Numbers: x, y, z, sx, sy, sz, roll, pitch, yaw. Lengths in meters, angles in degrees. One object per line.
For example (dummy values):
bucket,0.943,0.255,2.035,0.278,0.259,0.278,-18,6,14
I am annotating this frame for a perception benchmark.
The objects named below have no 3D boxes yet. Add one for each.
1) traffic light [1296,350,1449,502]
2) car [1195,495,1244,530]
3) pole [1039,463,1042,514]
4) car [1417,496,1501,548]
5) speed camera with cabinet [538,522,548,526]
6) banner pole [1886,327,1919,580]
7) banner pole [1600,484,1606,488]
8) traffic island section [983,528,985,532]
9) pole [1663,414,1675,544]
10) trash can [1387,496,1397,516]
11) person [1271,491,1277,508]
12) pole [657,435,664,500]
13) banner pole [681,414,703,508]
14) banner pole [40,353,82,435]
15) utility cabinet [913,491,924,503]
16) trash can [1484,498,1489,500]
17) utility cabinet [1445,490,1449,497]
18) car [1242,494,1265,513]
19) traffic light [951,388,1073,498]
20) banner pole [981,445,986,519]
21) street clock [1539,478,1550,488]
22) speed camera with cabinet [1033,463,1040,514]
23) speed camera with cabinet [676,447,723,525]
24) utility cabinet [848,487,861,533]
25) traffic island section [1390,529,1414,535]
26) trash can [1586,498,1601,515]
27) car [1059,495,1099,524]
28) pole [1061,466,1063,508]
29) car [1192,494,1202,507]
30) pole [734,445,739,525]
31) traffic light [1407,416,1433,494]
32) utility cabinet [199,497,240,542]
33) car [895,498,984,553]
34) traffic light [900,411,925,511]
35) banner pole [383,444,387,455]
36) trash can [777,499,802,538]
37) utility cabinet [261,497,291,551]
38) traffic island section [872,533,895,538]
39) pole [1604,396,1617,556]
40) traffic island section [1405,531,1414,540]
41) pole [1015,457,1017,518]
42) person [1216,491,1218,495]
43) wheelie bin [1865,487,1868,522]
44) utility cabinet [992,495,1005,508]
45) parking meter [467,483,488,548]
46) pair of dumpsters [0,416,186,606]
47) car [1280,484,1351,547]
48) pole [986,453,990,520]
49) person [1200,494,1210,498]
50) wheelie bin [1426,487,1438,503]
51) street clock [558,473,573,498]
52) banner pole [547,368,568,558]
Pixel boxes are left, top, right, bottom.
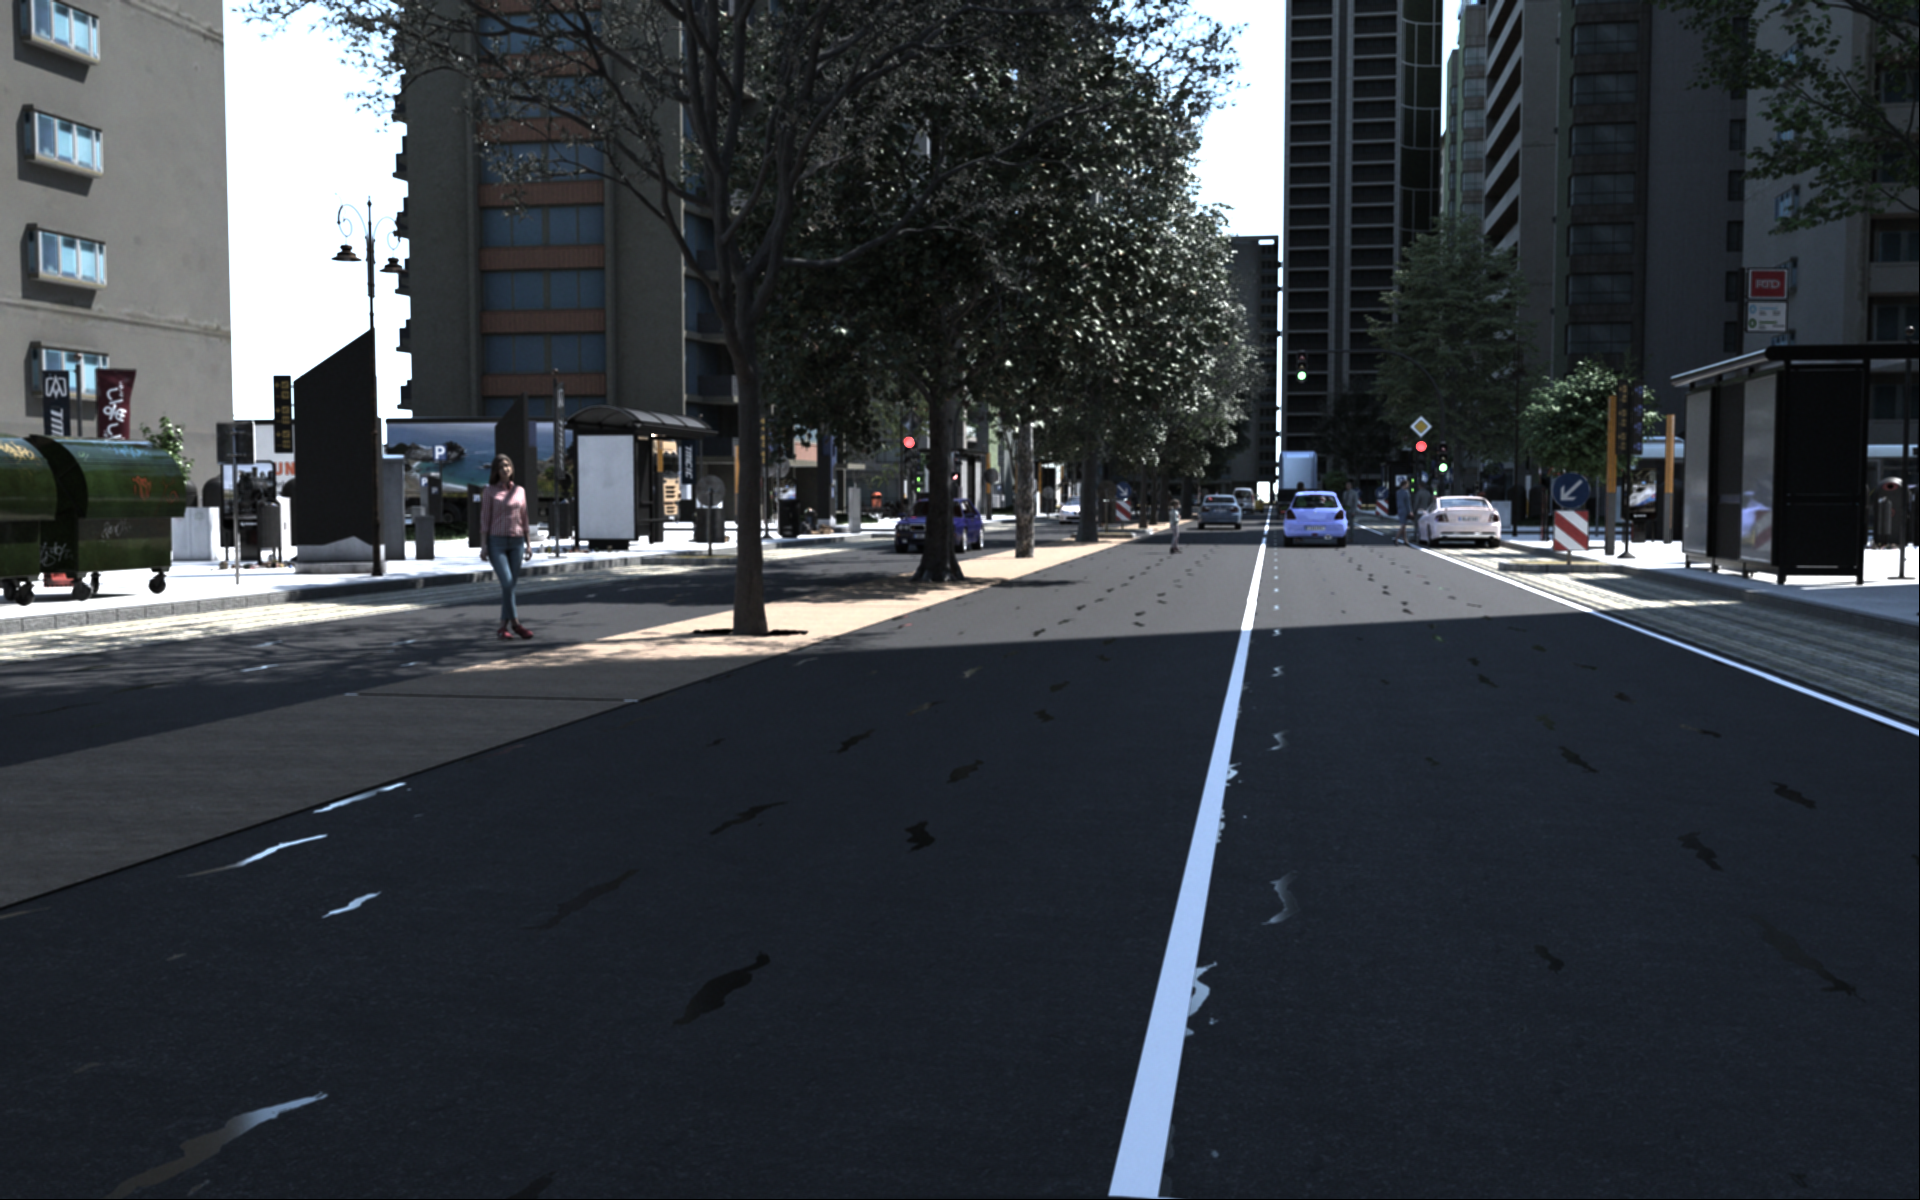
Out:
traffic light,12.972,-4.878,54.425,4.771,5.953,1.251,1,4,10
car,10.664,-3.615,71.111,2.014,1.417,4.499,1,4,9
pole,5.186,-7.235,112.135,0.158,3.312,0.155,0,3,0
car,13.630,-2.144,47.410,2.083,1.381,4.827,1,4,9
speed camera with cabinet,-15.692,-4.547,68.675,2.038,3.252,0.660,1,4,13
banner pole,14.427,-2.198,25.961,0.863,3.779,0.401,1,4,11
banner pole,30.072,-5.523,80.324,0.401,3.779,0.863,-3,4,-38
traffic island section,-0.214,-2.624,65.179,2.009,0.180,2.903,1,4,10
pole,18.184,-3.093,44.409,0.158,3.312,0.155,0,3,0
trash can,25.455,-5.528,102.039,0.748,1.137,0.748,0,3,0
person,31.400,-10.014,172.678,0.683,1.767,0.568,-2,4,-28
pole,-10.179,-3.974,58.817,0.158,3.312,0.155,0,3,0
banner pole,-8.363,-3.940,54.435,0.863,3.779,0.401,-1,4,-18
banner pole,-15.908,-2.499,30.874,0.863,3.779,0.401,0,4,-3
utility cabinet,-2.590,-6.540,115.606,1.173,1.500,0.318,2,4,29
trash can,19.693,-3.309,65.752,0.748,1.137,0.748,0,3,0
utility cabinet,26.622,-5.269,94.830,0.318,1.500,1.173,-1,4,-20
car,21.978,-7.347,130.348,2.015,1.641,3.980,1,4,9
traffic light,1.898,-5.507,64.699,4.771,5.953,1.251,1,4,10
banner pole,1.225,-6.078,89.389,0.401,3.779,0.863,0,4,5
street clock,26.573,-4.541,78.819,0.358,2.002,0.471,-2,4,-24
speed camera with cabinet,4.616,-7.085,110.173,0.660,3.252,2.038,1,4,12
speed camera with cabinet,-10.975,-4.772,72.362,2.038,3.252,0.660,1,4,12
utility cabinet,-3.451,-2.946,56.841,0.318,1.500,1.173,-1,4,-10
traffic island section,16.506,-2.439,62.159,2.009,0.180,2.903,1,4,10
trash can,25.770,-3.608,70.649,0.748,1.137,0.748,0,3,0
car,5.884,-4.338,83.283,2.083,1.381,4.827,1,4,10
pole,7.328,-7.993,124.525,0.158,3.312,0.155,0,3,0
car,24.359,-10.318,178.483,2.009,1.686,4.222,1,4,9
pole,-9.363,-4.827,72.758,0.158,3.312,0.155,0,3,0
traffic light,16.469,-4.473,62.052,0.839,4.253,0.868,1,4,10
utility cabinet,-19.679,-2.139,46.128,1.020,1.237,0.306,0,4,2
car,-0.499,-1.880,43.326,1.945,1.354,3.894,1,4,10
traffic light,-1.598,-4.175,57.179,0.839,4.253,0.868,1,4,10
banner pole,-25.163,-5.248,75.821,0.863,3.779,0.401,0,4,1
trash can,-4.989,-2.386,50.660,0.748,1.137,0.748,0,3,0
utility cabinet,-15.579,-1.729,39.438,0.306,1.237,1.020,0,4,1
traffic island section,-1.636,-2.143,57.321,2.009,0.180,2.903,1,4,10
pole,13.544,-2.579,36.014,0.158,3.312,0.155,0,3,0
traffic island section,15.084,-1.958,54.301,2.009,0.180,2.903,1,4,10
pole,3.005,-5.955,91.210,0.158,3.312,0.155,0,3,0
person,30.015,-11.808,201.430,0.599,1.838,0.709,1,4,8
wheelie bin,16.722,-1.527,32.876,0.693,1.594,0.980,-1,4,-22
utility cabinet,2.922,-7.157,128.182,0.306,1.237,1.020,2,4,35
parking meter,-11.536,-2.010,41.274,0.372,1.533,0.369,0,3,0
pair of dumpsters,-11.085,-1.089,20.307,1.574,2.255,4.437,1,4,10
car,9.874,-2.357,48.131,1.945,1.707,3.694,1,4,12
pole,1.405,-5.658,86.357,0.158,3.312,0.155,0,3,0
person,23.308,-9.498,163.891,1.348,1.812,0.705,1,4,13
wheelie bin,21.141,-4.274,77.784,0.693,1.594,0.980,2,4,27
street clock,-13.465,-3.340,59.185,0.471,2.002,0.358,0,4,8
banner pole,-7.961,-2.715,34.414,0.401,3.779,0.863,-2,4,-29
